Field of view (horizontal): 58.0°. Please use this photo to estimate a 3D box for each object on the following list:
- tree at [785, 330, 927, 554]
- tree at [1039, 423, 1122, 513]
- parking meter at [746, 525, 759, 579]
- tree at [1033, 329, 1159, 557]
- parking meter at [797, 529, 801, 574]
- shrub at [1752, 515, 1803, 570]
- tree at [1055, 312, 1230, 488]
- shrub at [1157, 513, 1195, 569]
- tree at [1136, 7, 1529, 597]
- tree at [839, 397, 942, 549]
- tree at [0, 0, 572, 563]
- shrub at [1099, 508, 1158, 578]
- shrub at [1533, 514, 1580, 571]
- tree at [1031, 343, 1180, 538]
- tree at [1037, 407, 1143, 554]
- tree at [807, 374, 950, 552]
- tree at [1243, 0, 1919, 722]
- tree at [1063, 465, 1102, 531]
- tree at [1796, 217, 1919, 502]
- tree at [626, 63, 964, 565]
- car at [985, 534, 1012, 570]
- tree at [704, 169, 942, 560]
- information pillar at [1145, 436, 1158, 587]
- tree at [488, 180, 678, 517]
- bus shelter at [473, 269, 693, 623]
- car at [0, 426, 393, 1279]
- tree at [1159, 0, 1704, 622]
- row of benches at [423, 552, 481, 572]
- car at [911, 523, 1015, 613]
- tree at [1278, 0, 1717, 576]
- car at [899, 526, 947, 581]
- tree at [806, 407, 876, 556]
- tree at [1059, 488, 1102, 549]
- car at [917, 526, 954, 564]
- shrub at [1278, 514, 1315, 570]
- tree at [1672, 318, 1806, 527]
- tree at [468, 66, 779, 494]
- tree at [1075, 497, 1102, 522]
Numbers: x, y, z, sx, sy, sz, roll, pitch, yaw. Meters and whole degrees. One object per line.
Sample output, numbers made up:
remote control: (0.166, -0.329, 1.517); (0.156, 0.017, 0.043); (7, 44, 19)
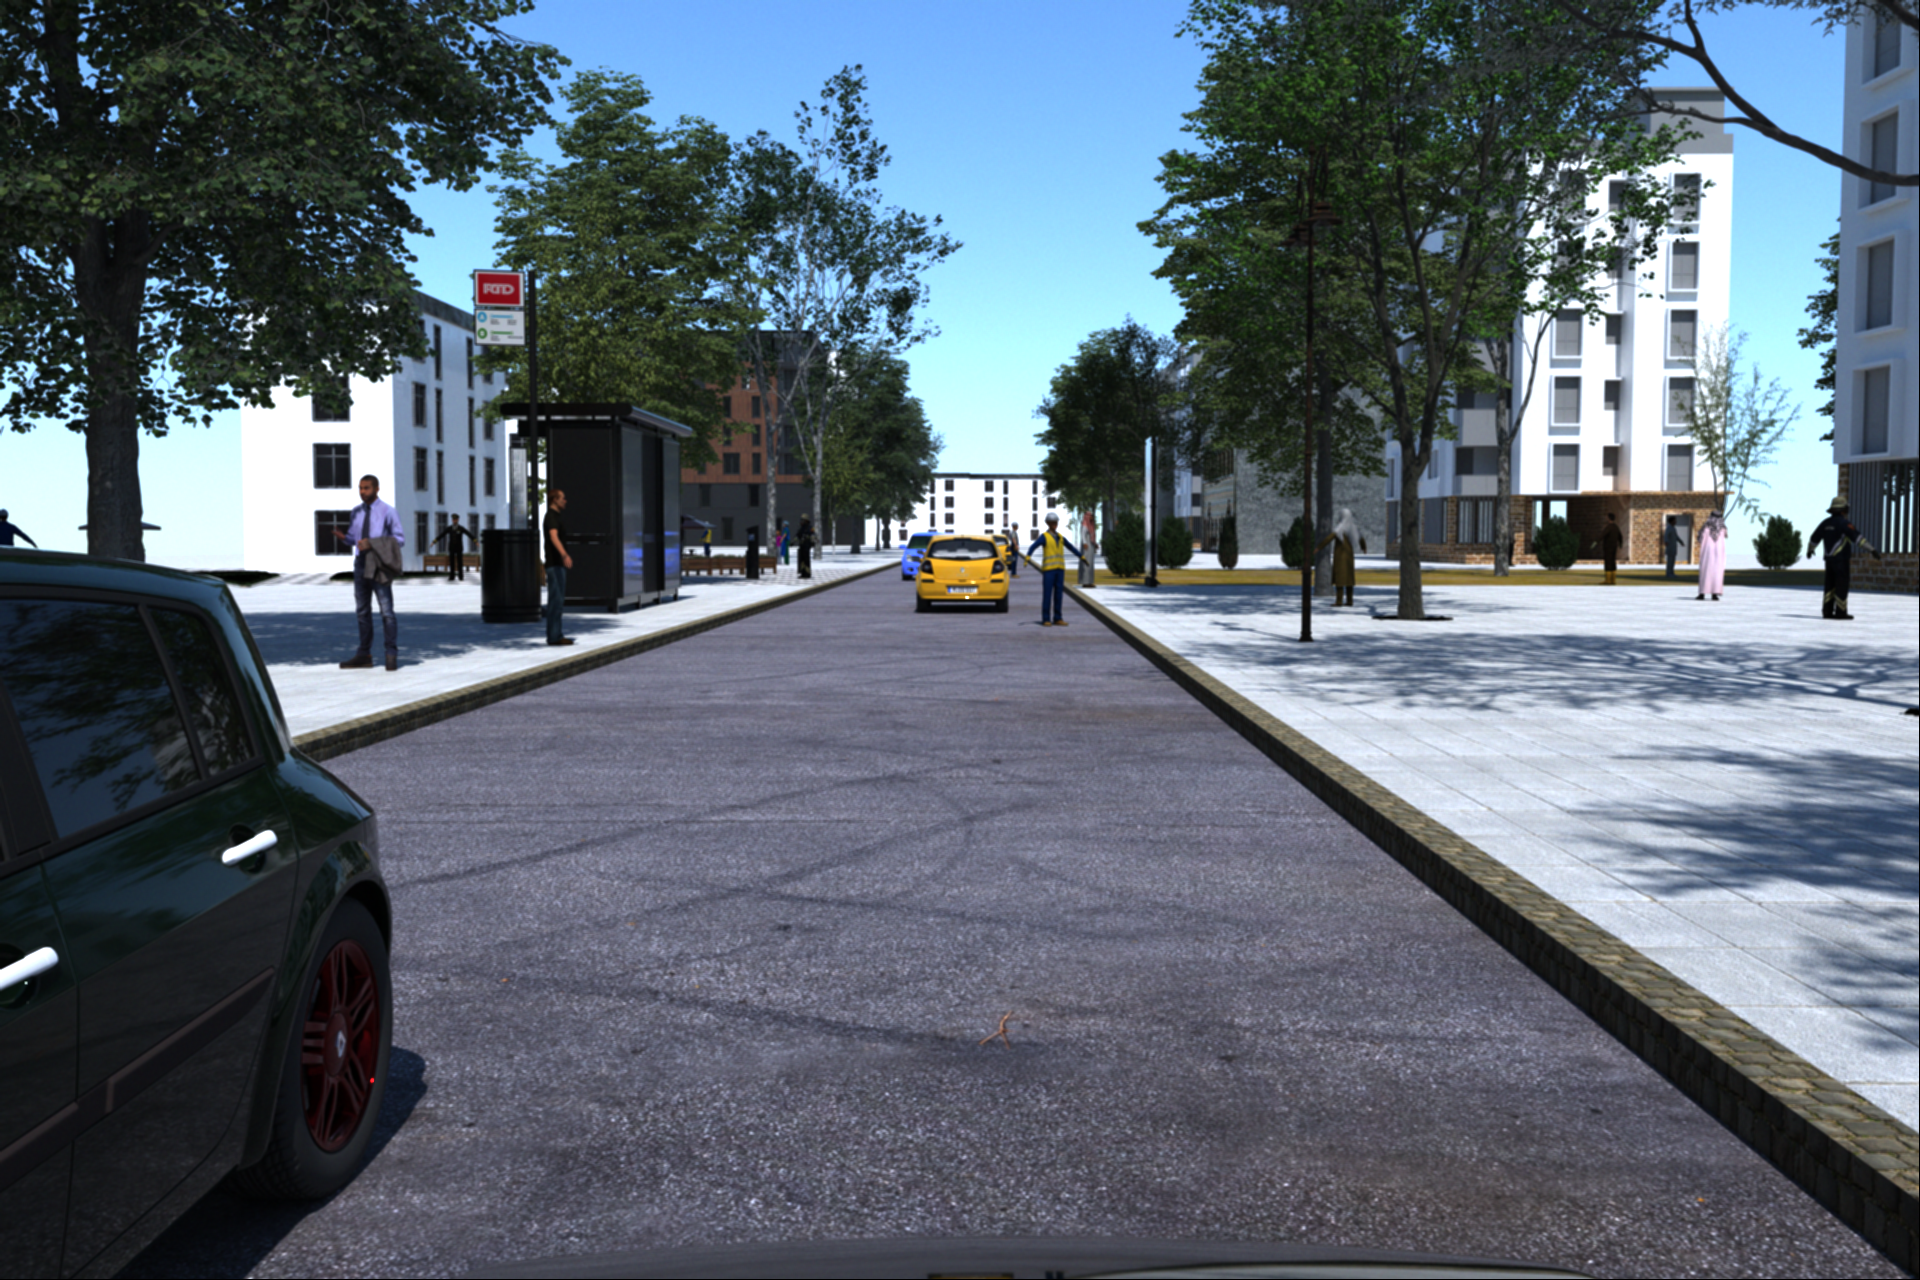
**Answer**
tree: (-6.674, -12.428, 109.859); (9.857, 13.997, 8.962); (0, 3, 0)
tree: (9.062, -11.817, 127.617); (7.601, 10.594, 8.767); (-3, 5, -40)
parking meter: (-5.913, -2.503, 49.330); (0.372, 1.533, 0.369); (0, 3, 0)
tree: (7.711, -10.897, 96.293); (7.486, 12.596, 7.792); (0, 3, 0)
parking meter: (-5.085, -2.919, 56.140); (0.372, 1.533, 0.369); (0, 3, 0)
shrub: (29.413, -3.541, 62.314); (1.690, 2.028, 1.600); (0, 3, 0)
tree: (7.968, -8.485, 73.145); (7.601, 10.594, 8.767); (2, 4, 25)
shrub: (7.723, -3.605, 62.979); (1.661, 2.075, 1.752); (0, 3, 0)
tree: (7.374, -7.133, 34.757); (7.486, 12.596, 7.792); (0, 3, 0)
tree: (-6.281, -14.701, 147.020); (9.857, 13.997, 8.962); (0, 3, 0)
tree: (-8.504, -6.738, 16.816); (9.857, 13.997, 8.962); (0, 3, 0)
shrub: (4.932, -2.846, 50.569); (1.661, 2.075, 1.752); (0, 3, 0)
shrub: (21.014, -3.462, 61.019); (1.690, 2.028, 1.600); (0, 3, 0)
tree: (7.366, -9.207, 84.949); (7.601, 10.594, 8.767); (1, 4, 23)
tree: (8.258, -10.723, 109.729); (7.601, 10.594, 8.767); (-2, 4, -30)
tree: (-5.925, -13.271, 127.352); (12.009, 13.543, 11.850); (0, 3, 0)
tree: (7.253, -6.193, 11.620); (12.009, 13.543, 11.850); (0, 3, 0)
tree: (8.402, -10.352, 119.615); (4.737, 8.622, 4.395); (0, 3, 0)
tree: (29.644, -8.808, 50.661); (9.857, 13.997, 8.962); (0, 3, 0)
tree: (-6.714, -13.094, 69.978); (12.611, 20.169, 13.585); (0, 3, 0)
car: (1.298, -3.656, 69.998); (2.015, 1.641, 3.980); (0, 4, 1)
tree: (-7.015, -14.145, 87.166); (12.611, 20.169, 13.585); (0, 3, 0)
information pillar: (4.686, -3.128, 42.456); (0.184, 3.620, 1.656); (0, 4, 2)
tree: (-8.148, -5.292, 36.891); (4.737, 8.622, 4.395); (0, 3, 0)
bus shelter: (-6.272, -3.146, 29.065); (2.179, 5.291, 8.768); (0, 4, 0)
car: (-2.210, 0.451, 2.407); (2.009, 1.686, 4.222); (0, 4, 1)
tree: (6.823, -6.114, 25.723); (9.928, 11.665, 9.643); (0, 3, 0)
row of benches: (-16.514, -2.656, 58.892); (4.104, 0.672, 1.422); (2, 4, 28)
car: (0.057, -1.390, 32.946); (2.015, 1.641, 3.980); (0, 4, 0)
tree: (15.404, -11.958, 51.406); (12.611, 20.169, 13.585); (0, 3, 0)
car: (-0.935, -2.749, 54.540); (1.945, 1.707, 3.694); (0, 4, 1)
tree: (-7.159, -9.209, 100.929); (4.737, 8.622, 4.395); (0, 3, 0)
tree: (9.550, -11.587, 139.809); (4.737, 8.622, 4.395); (0, 3, 0)
car: (-0.145, -2.132, 45.080); (2.015, 1.641, 3.980); (0, 4, 1)
shrub: (12.111, -3.486, 61.411); (1.690, 2.028, 1.600); (0, 3, 0)
tree: (26.036, -6.661, 59.270); (4.360, 8.622, 3.978); (0, 3, 0)
tree: (-8.456, -7.652, 43.234); (7.486, 12.596, 7.792); (0, 3, 0)
tree: (18.216, -17.672, 239.304); (4.360, 8.622, 3.978); (0, 3, 0)
